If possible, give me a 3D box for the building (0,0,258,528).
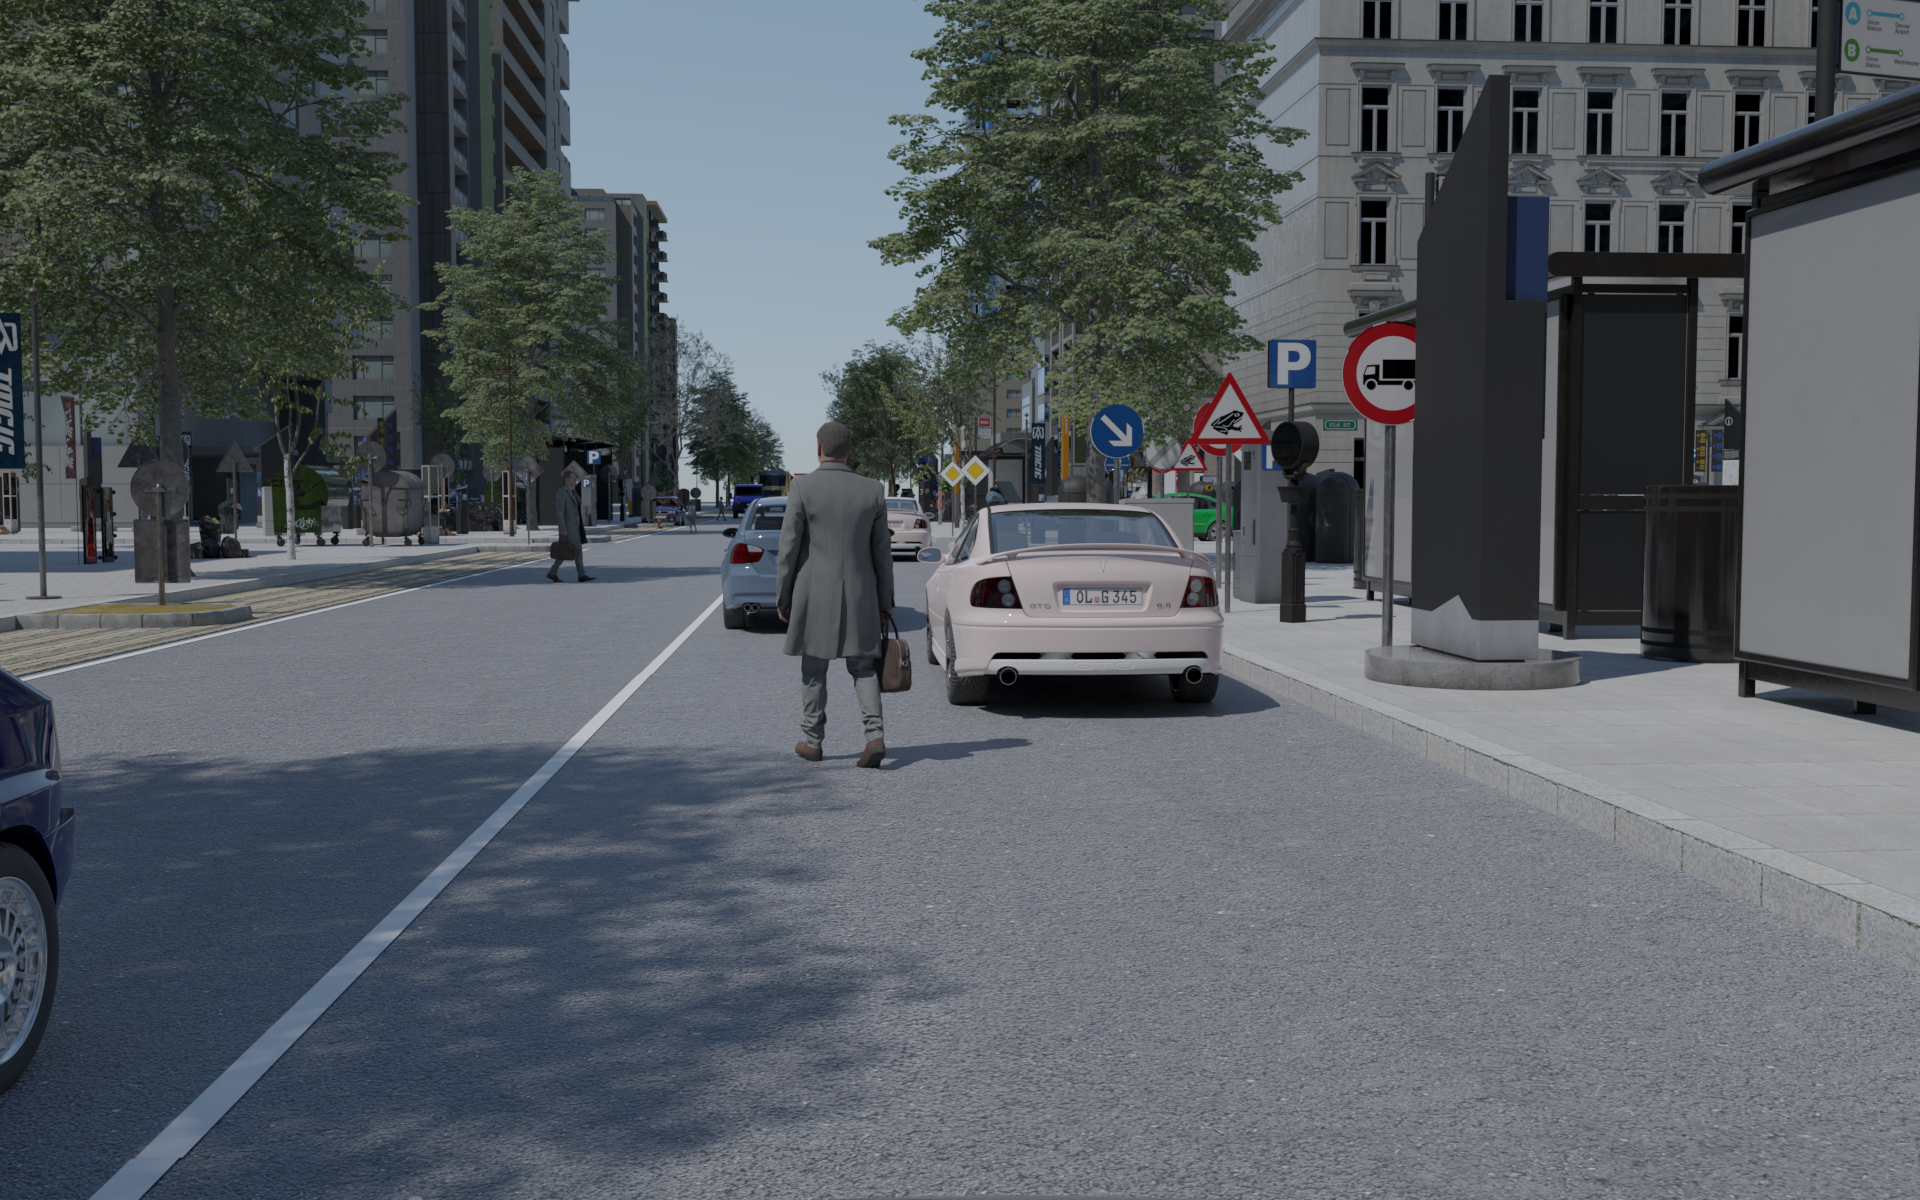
[{"bbox_3d":[-42.975,-29.728,75.284,28.713,52.752,27.495,0,4,-4],"label":"building"}]

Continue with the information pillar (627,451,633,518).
[{"bbox_3d":[-18.078,-6.323,94.734,0.183,3.616,0.504,-2,4,-34],"label":"information pillar"}]

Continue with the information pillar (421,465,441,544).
[{"bbox_3d":[-13.546,-2.436,44.314,0.304,2.012,0.304,2,4,35],"label":"information pillar"}]

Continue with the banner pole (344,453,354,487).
[{"bbox_3d":[-37.185,-7.056,105.383,0.863,3.779,0.401,0,4,4],"label":"banner pole"}]

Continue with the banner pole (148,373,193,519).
[{"bbox_3d":[-16.518,-2.811,35.973,0.401,3.779,0.863,2,4,33],"label":"banner pole"}]

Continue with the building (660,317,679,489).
[{"bbox_3d":[-52.008,-30.635,272.585,14.160,30.474,14.107,0,4,-4],"label":"building"}]

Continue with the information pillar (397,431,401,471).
[{"bbox_3d":[-20.898,-4.457,64.229,0.183,3.616,0.504,1,4,19],"label":"information pillar"}]

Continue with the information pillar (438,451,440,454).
[{"bbox_3d":[-28.201,-6.276,93.961,0.183,3.616,0.504,-2,4,-32],"label":"information pillar"}]

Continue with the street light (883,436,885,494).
[{"bbox_3d":[-5.531,-9.381,126.168,0.468,5.910,1.993,0,4,-4],"label":"street light"}]

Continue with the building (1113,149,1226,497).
[{"bbox_3d":[14.805,-15.778,108.886,10.553,20.767,40.483,0,4,-4],"label":"building"}]

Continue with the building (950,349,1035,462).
[{"bbox_3d":[13.446,-24.393,243.866,27.650,21.520,28.899,0,4,-4],"label":"building"}]

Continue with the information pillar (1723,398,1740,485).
[{"bbox_3d":[18.831,-3.114,42.268,0.183,3.616,0.504,-2,4,-27],"label":"information pillar"}]

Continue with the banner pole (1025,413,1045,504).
[{"bbox_3d":[2.270,-3.885,53.538,0.863,3.779,0.401,-1,4,-19],"label":"banner pole"}]

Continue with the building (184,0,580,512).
[{"bbox_3d":[-50.851,-34.866,159.299,28.713,52.752,27.495,0,4,-4],"label":"building"}]

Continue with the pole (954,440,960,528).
[{"bbox_3d":[-0.115,-4.382,65.490,0.158,3.312,0.155,0,3,0],"label":"pole"}]

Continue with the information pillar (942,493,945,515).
[{"bbox_3d":[-1.067,-5.965,102.013,0.304,2.012,0.304,1,4,11],"label":"information pillar"}]

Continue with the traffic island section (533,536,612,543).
[{"bbox_3d":[-11.558,-1.808,51.843,2.009,0.180,2.903,0,4,-4],"label":"traffic island section"}]

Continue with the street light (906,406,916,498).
[{"bbox_3d":[-2.499,-7.042,87.918,0.468,5.910,1.993,0,4,-4],"label":"street light"}]

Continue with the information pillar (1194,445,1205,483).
[{"bbox_3d":[9.500,-4.736,68.788,0.183,3.616,0.504,-3,4,-38],"label":"information pillar"}]

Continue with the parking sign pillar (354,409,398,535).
[{"bbox_3d":[-18.265,-4.036,54.463,1.447,3.967,1.447,1,4,20],"label":"parking sign pillar"}]

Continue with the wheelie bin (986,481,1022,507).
[{"bbox_3d":[1.036,-2.080,41.920,0.693,1.594,0.980,2,4,35],"label":"wheelie bin"}]

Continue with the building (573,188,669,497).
[{"bbox_3d":[-53.907,-36.445,250.491,22.147,44.769,28.867,0,4,-4],"label":"building"}]

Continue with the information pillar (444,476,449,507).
[{"bbox_3d":[-20.626,-3.958,69.212,0.304,2.012,0.304,2,4,23],"label":"information pillar"}]

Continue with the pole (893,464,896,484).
[{"bbox_3d":[-4.528,-7.668,119.222,0.158,3.312,0.155,0,3,0],"label":"pole"}]

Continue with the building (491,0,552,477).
[{"bbox_3d":[-44.589,-31.293,135.335,21.300,48.544,21.600,0,4,-4],"label":"building"}]

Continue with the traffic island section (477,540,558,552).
[{"bbox_3d":[-10.942,-1.321,43.881,2.009,0.180,2.903,0,4,-4],"label":"traffic island section"}]

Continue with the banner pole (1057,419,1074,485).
[{"bbox_3d":[3.554,-4.149,57.851,0.863,3.779,0.401,-3,4,-38],"label":"banner pole"}]

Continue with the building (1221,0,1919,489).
[{"bbox_3d":[34.633,-18.362,76.640,44.131,29.872,17.030,0,4,-4],"label":"building"}]

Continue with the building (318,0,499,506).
[{"bbox_3d":[-39.210,-26.382,114.937,14.154,41.232,14.086,0,4,-4],"label":"building"}]

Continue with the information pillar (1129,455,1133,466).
[{"bbox_3d":[9.551,-6.449,96.793,0.183,3.616,0.504,-1,4,-9],"label":"information pillar"}]

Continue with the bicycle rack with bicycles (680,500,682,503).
[{"bbox_3d":[-19.353,-6.087,112.901,2.852,0.926,2.925,-1,4,-17],"label":"bicycle rack with bicycles"}]

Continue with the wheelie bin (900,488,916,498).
[{"bbox_3d":[-2.935,-5.424,96.585,0.980,1.594,0.693,1,4,20],"label":"wheelie bin"}]

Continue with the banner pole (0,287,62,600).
[{"bbox_3d":[-11.450,-1.899,21.066,0.863,3.779,0.401,0,4,-7],"label":"banner pole"}]

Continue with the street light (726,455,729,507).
[{"bbox_3d":[-22.520,-11.861,166.720,0.468,5.910,1.993,0,4,-4],"label":"street light"}]

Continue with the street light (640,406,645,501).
[{"bbox_3d":[-16.579,-7.188,90.308,0.468,5.910,1.993,0,4,-4],"label":"street light"}]

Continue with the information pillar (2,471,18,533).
[{"bbox_3d":[-30.954,-3.177,56.442,0.304,2.012,0.304,1,4,11],"label":"information pillar"}]

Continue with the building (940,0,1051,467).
[{"bbox_3d":[9.064,-58.646,271.527,22.319,86.520,31.000,0,4,-4],"label":"building"}]

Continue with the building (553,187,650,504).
[{"bbox_3d":[-48.900,-33.336,228.644,14.154,41.232,14.086,0,4,-4],"label":"building"}]

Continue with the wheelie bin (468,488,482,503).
[{"bbox_3d":[-26.472,-5.269,94.052,0.980,1.594,0.693,-2,4,-29],"label":"wheelie bin"}]

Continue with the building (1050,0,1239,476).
[{"bbox_3d":[17.092,-43.469,148.972,20.563,71.187,20.611,0,4,-4],"label":"building"}]

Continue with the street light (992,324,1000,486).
[{"bbox_3d":[0.881,-4.374,44.308,0.468,5.910,1.993,0,4,-4],"label":"street light"}]

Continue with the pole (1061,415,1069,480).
[{"bbox_3d":[2.645,-3.043,43.591,0.158,3.312,0.155,0,3,0],"label":"pole"}]

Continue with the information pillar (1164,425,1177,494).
[{"bbox_3d":[6.931,-4.031,57.267,0.504,3.616,0.183,2,4,32],"label":"information pillar"}]

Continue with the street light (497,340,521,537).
[{"bbox_3d":[-13.512,-4.849,52.061,0.468,5.910,1.993,0,4,-4],"label":"street light"}]

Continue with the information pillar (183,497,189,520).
[{"bbox_3d":[-28.583,-3.622,63.708,0.304,2.012,0.304,0,3,0],"label":"information pillar"}]

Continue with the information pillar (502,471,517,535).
[{"bbox_3d":[-14.286,-3.085,54.925,0.304,2.012,0.304,2,4,34],"label":"information pillar"}]
